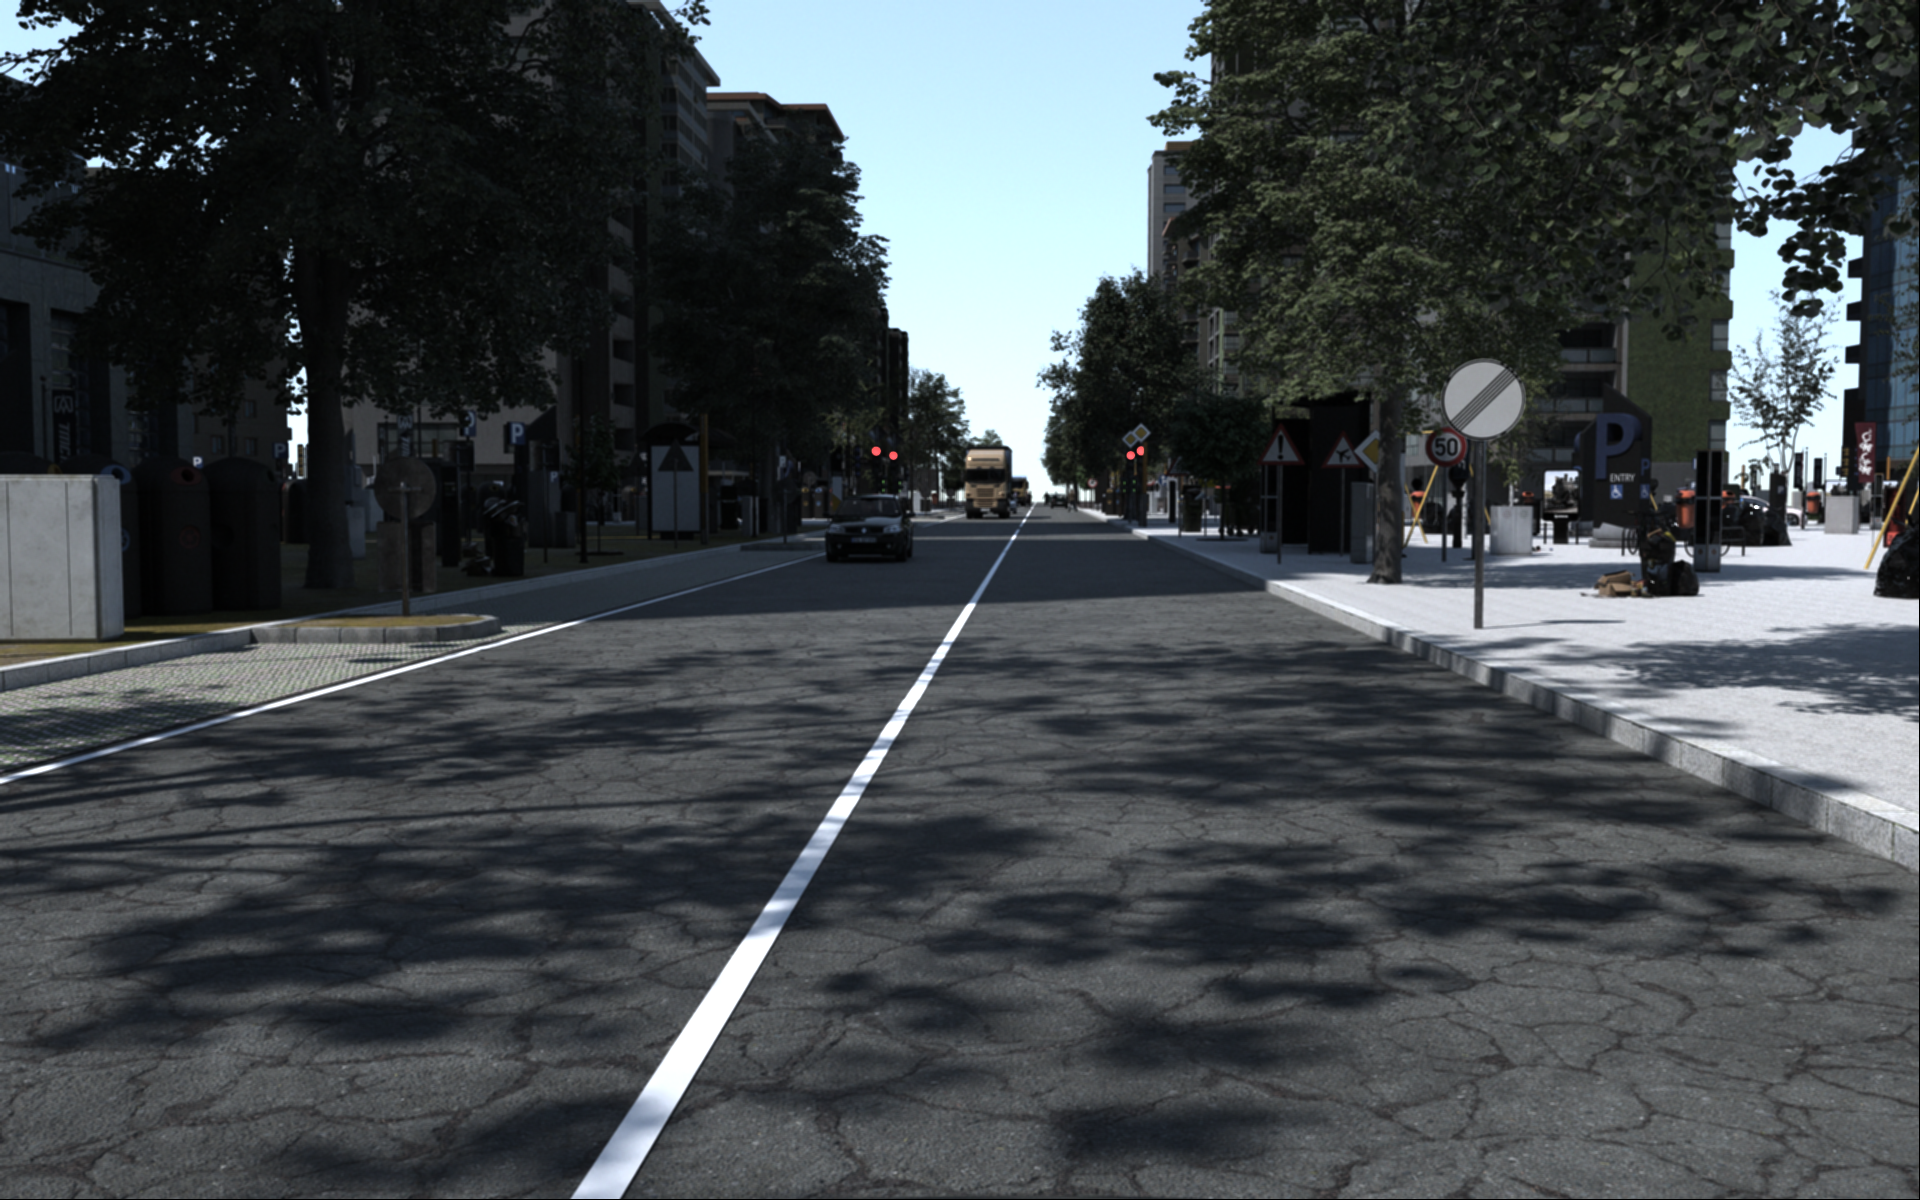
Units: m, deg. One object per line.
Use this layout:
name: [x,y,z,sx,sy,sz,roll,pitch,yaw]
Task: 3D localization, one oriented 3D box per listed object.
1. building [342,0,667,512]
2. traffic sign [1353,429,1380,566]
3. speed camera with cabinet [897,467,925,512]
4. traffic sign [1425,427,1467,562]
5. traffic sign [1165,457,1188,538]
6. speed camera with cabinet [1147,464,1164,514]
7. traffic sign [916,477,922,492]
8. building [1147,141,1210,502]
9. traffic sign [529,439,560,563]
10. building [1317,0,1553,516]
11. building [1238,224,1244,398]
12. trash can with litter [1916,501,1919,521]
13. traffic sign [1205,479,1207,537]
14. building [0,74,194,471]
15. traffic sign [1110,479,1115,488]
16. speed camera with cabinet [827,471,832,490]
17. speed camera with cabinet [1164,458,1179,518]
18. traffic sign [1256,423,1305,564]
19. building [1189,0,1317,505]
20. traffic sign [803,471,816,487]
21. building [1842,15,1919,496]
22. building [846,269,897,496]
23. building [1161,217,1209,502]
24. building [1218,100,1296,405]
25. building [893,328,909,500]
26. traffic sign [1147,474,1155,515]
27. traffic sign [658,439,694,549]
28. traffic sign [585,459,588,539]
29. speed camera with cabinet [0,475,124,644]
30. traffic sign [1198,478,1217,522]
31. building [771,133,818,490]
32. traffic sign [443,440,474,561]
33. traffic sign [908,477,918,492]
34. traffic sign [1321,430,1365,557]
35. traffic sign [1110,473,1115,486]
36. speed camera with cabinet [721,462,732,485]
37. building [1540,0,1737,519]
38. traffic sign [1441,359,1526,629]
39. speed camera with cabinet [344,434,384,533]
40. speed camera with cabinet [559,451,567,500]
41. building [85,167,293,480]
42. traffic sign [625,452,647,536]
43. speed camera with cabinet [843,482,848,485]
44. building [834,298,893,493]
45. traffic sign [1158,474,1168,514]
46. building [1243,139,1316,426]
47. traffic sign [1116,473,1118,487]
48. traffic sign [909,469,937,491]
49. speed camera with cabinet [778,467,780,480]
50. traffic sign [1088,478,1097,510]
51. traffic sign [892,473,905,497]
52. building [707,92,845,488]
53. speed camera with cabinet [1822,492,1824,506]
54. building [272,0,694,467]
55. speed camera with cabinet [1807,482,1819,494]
building: [-25.087,-19.945,97.803,14.160,30.474,14.107,0,4,3]
traffic sign: [7.366,-1.808,30.754,0.795,2.450,0.064,0,4,5]
speed camera with cabinet: [-3.594,-8.146,127.525,2.038,3.252,0.660,-1,4,-16]
traffic sign: [9.189,-2.000,32.798,0.768,2.556,0.104,1,4,9]
traffic sign: [6.492,-3.124,51.079,0.884,2.594,0.081,1,4,11]
speed camera with cabinet: [12.766,-7.289,113.512,0.660,3.252,2.038,-2,4,-27]
traffic sign: [-3.360,-8.182,133.777,0.884,2.594,0.081,1,4,8]
building: [42.341,-46.042,294.790,21.231,58.520,28.212,0,4,3]
traffic sign: [-7.703,-1.836,32.149,0.606,2.300,0.079,1,4,10]
building: [31.730,-26.747,120.904,14.154,41.232,14.086,0,4,3]
building: [34.131,-24.332,169.527,14.160,30.474,14.107,0,4,3]
trash can with litter: [18.419,-1.300,32.313,2.233,1.210,1.678,-1,4,-23]
traffic sign: [7.373,-3.108,51.998,0.795,2.450,0.064,1,4,10]
building: [-41.118,-44.721,43.855,31.000,86.520,22.319,0,4,3]
traffic sign: [12.909,-9.094,148.694,0.884,2.594,0.081,0,4,5]
speed camera with cabinet: [-11.475,-9.552,150.515,0.660,3.252,2.038,2,4,27]
speed camera with cabinet: [11.650,-6.139,94.707,0.660,3.252,2.038,0,4,5]
traffic sign: [5.863,-1.940,31.728,0.884,2.594,0.081,1,4,9]
building: [37.888,-46.605,200.244,20.563,71.187,20.611,0,4,3]
traffic sign: [-8.416,-5.923,96.939,0.768,2.556,0.104,0,4,4]
building: [58.817,-27.139,93.838,14.200,45.320,14.600,0,4,3]
building: [-26.074,-35.794,277.114,32.217,40.220,23.993,0,4,3]
building: [42.456,-37.430,266.608,22.147,44.769,28.867,0,4,3]
building: [34.317,-30.562,183.276,14.154,41.232,14.086,0,4,3]
building: [-16.246,-32.067,295.989,14.160,30.474,14.107,0,4,3]
traffic sign: [11.787,-6.592,107.893,0.768,2.556,0.104,0,4,6]
traffic sign: [-6.678,-2.487,40.669,0.884,2.594,0.081,1,4,10]
traffic sign: [-10.746,-3.025,49.560,0.768,2.556,0.104,1,4,12]
speed camera with cabinet: [-8.425,-1.262,14.965,2.038,3.252,0.660,0,4,-7]
traffic sign: [11.868,-5.153,78.120,2.265,3.308,0.079,1,4,10]
building: [-30.328,-28.937,165.006,32.217,40.220,23.993,0,4,3]
traffic sign: [-9.538,-1.887,32.977,0.606,2.300,0.079,0,4,5]
traffic sign: [-3.486,-7.864,128.678,0.768,2.556,0.104,1,4,11]
traffic sign: [7.804,-2.162,35.355,0.884,2.594,0.081,0,4,5]
traffic sign: [13.413,-9.625,151.249,2.265,3.308,0.079,0,4,3]
speed camera with cabinet: [-14.230,-6.887,106.943,0.660,3.252,2.038,-1,4,-23]
building: [32.255,-25.073,93.540,14.086,41.232,14.154,0,4,3]
traffic sign: [4.941,-0.998,16.429,0.768,2.556,0.104,1,4,12]
speed camera with cabinet: [-19.889,-3.858,57.415,0.660,3.252,2.038,1,4,10]
speed camera with cabinet: [-16.350,-4.545,68.638,2.038,3.252,0.660,0,4,0]
building: [-61.606,-16.037,107.245,28.899,21.520,27.650,0,4,3]
traffic sign: [-9.897,-3.250,53.140,0.884,2.594,0.081,1,4,11]
speed camera with cabinet: [-8.330,-8.830,138.709,2.038,3.252,0.660,-1,4,-18]
building: [-18.110,-29.743,258.005,14.160,30.474,14.107,0,4,3]
traffic sign: [13.082,-6.786,111.060,0.768,2.556,0.104,1,4,10]
building: [31.666,-22.729,143.315,14.160,30.474,14.107,0,4,3]
traffic sign: [14.034,-9.209,144.444,2.265,3.308,0.079,0,4,4]
traffic sign: [-3.018,-8.956,140.311,2.265,3.308,0.079,1,4,9]
speed camera with cabinet: [-12.311,-7.981,124.822,2.038,3.252,0.660,1,4,14]
traffic sign: [10.451,-8.352,136.666,0.768,2.556,0.104,1,4,11]
traffic sign: [-3.731,-6.387,104.540,0.768,2.556,0.104,0,4,7]
building: [-24.587,-32.835,191.470,22.147,44.769,28.867,0,4,3]
speed camera with cabinet: [60.601,-7.646,119.352,0.660,3.252,2.038,-3,5,-45]
building: [-32.726,-27.018,133.618,32.217,40.220,23.993,0,4,3]
speed camera with cabinet: [63.095,-8.183,128.129,0.660,3.252,2.038,2,4,34]
